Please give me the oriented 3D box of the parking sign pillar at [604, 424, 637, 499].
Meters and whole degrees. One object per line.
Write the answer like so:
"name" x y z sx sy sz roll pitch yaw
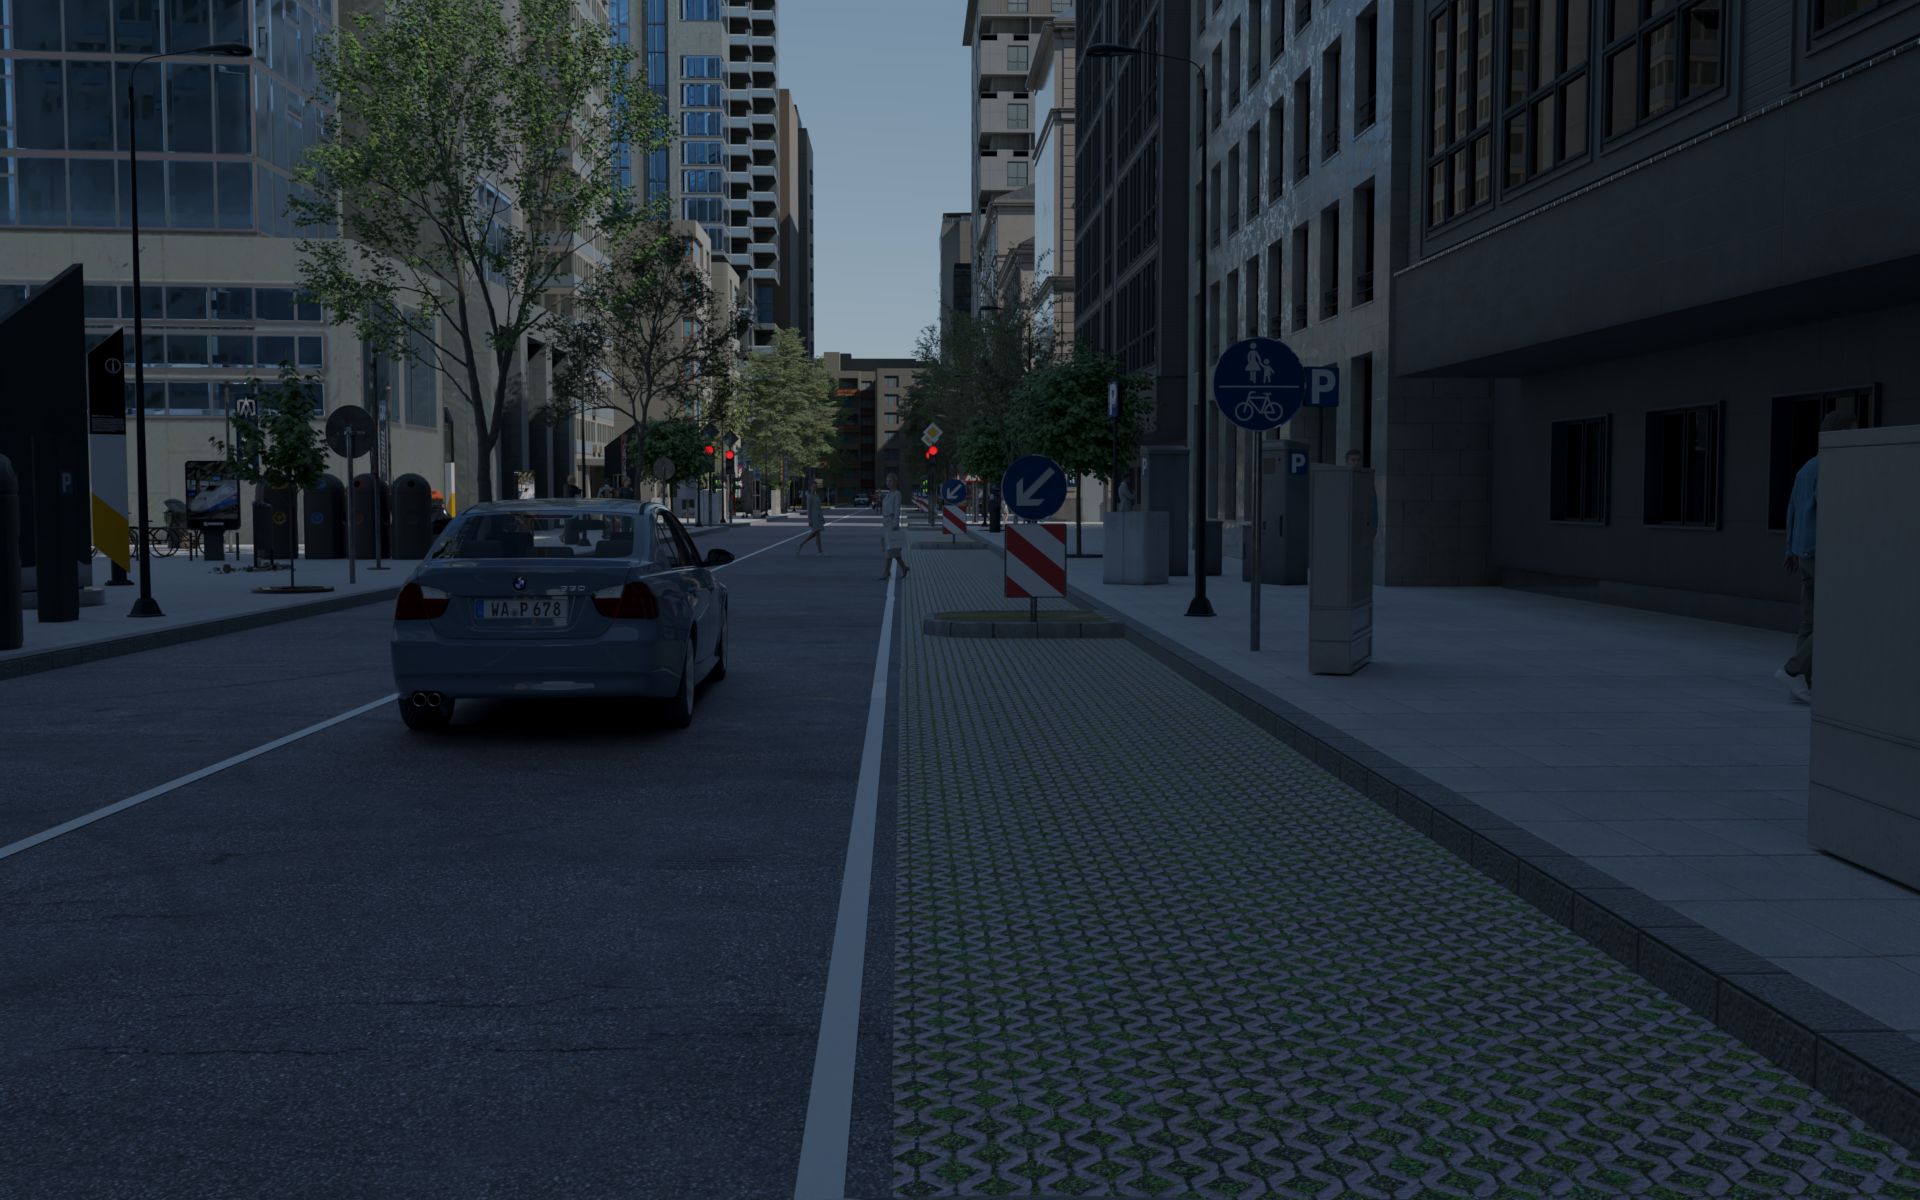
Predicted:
"parking sign pillar" -13.044 -4.795 66.871 1.447 3.967 1.447 1 4 14

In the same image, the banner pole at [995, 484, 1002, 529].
"banner pole" 1.486 -4.482 63.292 0.401 3.779 0.863 -3 5 -40

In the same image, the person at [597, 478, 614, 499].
"person" -11.168 -2.965 54.802 0.678 1.792 0.850 0 4 -2

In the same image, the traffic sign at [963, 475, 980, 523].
"traffic sign" 0.562 -4.636 75.794 0.884 2.594 0.081 0 4 -1

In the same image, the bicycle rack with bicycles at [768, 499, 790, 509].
"bicycle rack with bicycles" -15.300 -7.939 143.183 2.852 0.926 2.925 1 4 10

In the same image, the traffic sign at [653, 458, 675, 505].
"traffic sign" -10.337 -3.692 60.469 0.768 2.556 0.104 0 4 1

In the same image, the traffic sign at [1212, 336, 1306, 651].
"traffic sign" 2.418 -0.857 14.113 0.768 2.556 0.104 0 4 -2

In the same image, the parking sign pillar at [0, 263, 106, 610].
"parking sign pillar" -10.607 -1.913 19.750 1.447 3.967 1.447 1 4 17

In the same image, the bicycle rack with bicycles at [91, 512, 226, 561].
"bicycle rack with bicycles" -16.580 -1.287 34.423 2.925 0.926 2.852 1 4 14

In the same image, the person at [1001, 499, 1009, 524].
"person" 1.879 -3.924 75.213 0.505 1.210 0.382 3 5 40

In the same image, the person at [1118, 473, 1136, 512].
"person" 4.067 -2.191 42.043 0.466 1.800 0.511 -1 4 -17

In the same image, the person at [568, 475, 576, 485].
"person" -10.274 -2.407 45.744 0.624 1.780 0.694 1 4 16

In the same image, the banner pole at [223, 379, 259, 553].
"banner pole" -15.732 -2.925 37.844 0.863 3.779 0.401 -2 4 -29

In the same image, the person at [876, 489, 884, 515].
"person" -5.431 -6.661 117.584 0.537 1.800 0.526 1 4 15

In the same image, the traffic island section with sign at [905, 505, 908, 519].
"traffic island section with sign" -2.098 -5.622 100.549 1.989 1.847 2.006 0 4 -2

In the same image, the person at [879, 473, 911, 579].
"person" -1.095 -1.243 29.172 0.624 1.780 0.694 -1 4 -14

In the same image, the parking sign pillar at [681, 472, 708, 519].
"parking sign pillar" -13.949 -6.279 91.138 1.447 3.967 1.447 1 4 9

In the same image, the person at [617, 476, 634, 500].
"person" -9.367 -2.562 48.354 0.534 1.772 0.576 1 4 16

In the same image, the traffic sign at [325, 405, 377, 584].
"traffic sign" -8.710 -1.508 24.757 0.768 2.556 0.104 0 4 7

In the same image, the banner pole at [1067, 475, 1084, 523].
"banner pole" 5.113 -5.313 76.878 0.863 3.779 0.401 -1 4 -22

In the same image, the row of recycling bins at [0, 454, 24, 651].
"row of recycling bins" -8.223 -0.355 12.919 1.069 1.692 3.534 0 4 -2

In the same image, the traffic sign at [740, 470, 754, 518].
"traffic sign" -11.355 -5.644 92.391 0.768 2.556 0.104 0 4 6

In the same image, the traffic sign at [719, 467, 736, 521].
"traffic sign" -10.868 -4.947 80.983 0.768 2.556 0.104 0 4 -1

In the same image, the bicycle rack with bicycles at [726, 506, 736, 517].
"bicycle rack with bicycles" -13.814 -5.039 95.768 2.852 0.926 2.925 2 4 24

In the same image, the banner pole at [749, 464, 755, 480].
"banner pole" -15.307 -8.422 127.722 0.401 3.779 0.863 3 4 36

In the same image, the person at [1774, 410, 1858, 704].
"person" 5.194 -0.252 10.510 0.444 1.785 0.601 1 4 18

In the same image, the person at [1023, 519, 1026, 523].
"person" 2.779 -3.739 72.229 0.503 1.515 0.523 -2 4 -35

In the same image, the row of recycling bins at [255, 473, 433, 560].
"row of recycling bins" -12.160 -1.657 34.201 3.534 1.692 1.069 0 4 3

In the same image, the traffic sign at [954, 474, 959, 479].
"traffic sign" -0.133 -6.557 107.218 0.884 2.594 0.081 0 4 6

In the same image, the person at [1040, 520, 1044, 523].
"person" 3.712 -4.425 78.175 0.659 1.850 0.755 1 4 21

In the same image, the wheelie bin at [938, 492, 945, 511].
"wheelie bin" -1.268 -7.620 132.496 0.693 1.594 0.980 -2 4 -31

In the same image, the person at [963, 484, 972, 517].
"person" 0.401 -5.578 97.216 0.580 1.828 0.573 -2 4 -34

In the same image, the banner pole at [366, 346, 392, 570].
"banner pole" -9.852 -2.392 29.121 0.401 3.779 0.863 -1 4 -9

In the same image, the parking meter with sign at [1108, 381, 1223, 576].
"parking meter with sign" 3.223 -1.884 27.066 1.738 3.016 0.543 -1 4 -10

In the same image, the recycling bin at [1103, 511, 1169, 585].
"recycling bin" 2.514 -0.745 24.741 0.722 1.027 0.722 2 4 35

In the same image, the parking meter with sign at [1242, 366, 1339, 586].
"parking meter with sign" 4.609 -1.730 24.544 0.543 3.016 1.738 -2 4 -24

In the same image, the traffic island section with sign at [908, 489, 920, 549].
"traffic island section with sign" -0.282 -2.240 45.253 1.989 1.847 2.006 0 4 -2

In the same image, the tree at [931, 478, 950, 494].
"tree" -1.583 -10.822 171.546 1.663 3.219 1.824 0 3 0

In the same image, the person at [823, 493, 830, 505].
"person" -14.929 -11.488 194.584 1.217 1.743 0.721 -1 4 -16

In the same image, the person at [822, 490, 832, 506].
"person" -14.776 -11.361 192.590 1.217 1.735 0.721 -1 4 -13

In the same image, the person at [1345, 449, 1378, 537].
"person" 4.383 -0.795 19.380 0.601 1.785 0.444 0 4 8

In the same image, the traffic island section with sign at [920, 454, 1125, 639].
"traffic island section with sign" 0.613 -0.574 18.012 1.989 1.847 2.006 0 4 -2

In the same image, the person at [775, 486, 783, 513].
"person" -12.173 -6.724 115.892 0.656 1.842 0.836 3 5 42

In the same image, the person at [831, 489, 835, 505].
"person" -14.561 -11.717 197.485 0.709 1.838 0.599 1 4 17

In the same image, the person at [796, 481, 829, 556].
"person" -3.394 -1.868 39.795 0.760 1.731 0.466 -1 4 -9
